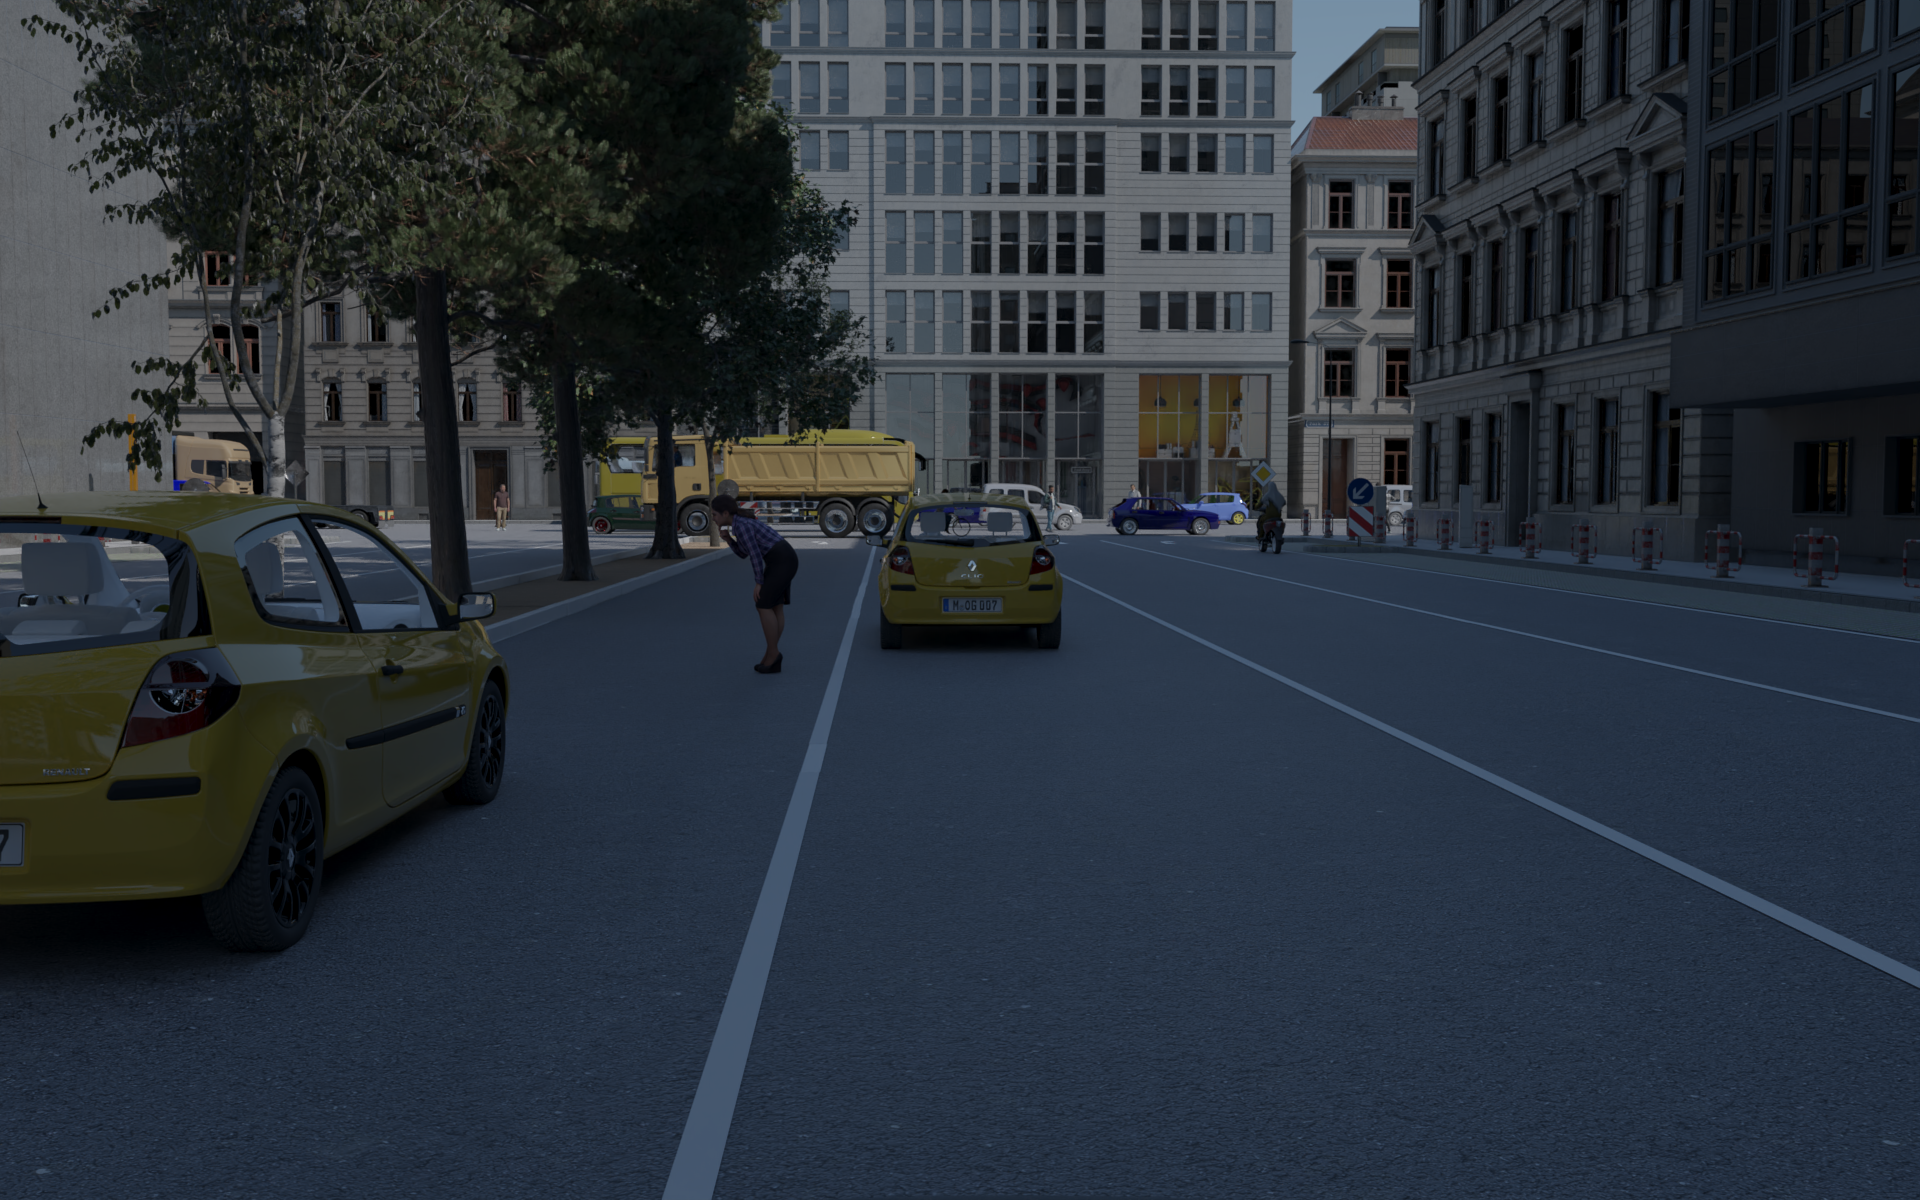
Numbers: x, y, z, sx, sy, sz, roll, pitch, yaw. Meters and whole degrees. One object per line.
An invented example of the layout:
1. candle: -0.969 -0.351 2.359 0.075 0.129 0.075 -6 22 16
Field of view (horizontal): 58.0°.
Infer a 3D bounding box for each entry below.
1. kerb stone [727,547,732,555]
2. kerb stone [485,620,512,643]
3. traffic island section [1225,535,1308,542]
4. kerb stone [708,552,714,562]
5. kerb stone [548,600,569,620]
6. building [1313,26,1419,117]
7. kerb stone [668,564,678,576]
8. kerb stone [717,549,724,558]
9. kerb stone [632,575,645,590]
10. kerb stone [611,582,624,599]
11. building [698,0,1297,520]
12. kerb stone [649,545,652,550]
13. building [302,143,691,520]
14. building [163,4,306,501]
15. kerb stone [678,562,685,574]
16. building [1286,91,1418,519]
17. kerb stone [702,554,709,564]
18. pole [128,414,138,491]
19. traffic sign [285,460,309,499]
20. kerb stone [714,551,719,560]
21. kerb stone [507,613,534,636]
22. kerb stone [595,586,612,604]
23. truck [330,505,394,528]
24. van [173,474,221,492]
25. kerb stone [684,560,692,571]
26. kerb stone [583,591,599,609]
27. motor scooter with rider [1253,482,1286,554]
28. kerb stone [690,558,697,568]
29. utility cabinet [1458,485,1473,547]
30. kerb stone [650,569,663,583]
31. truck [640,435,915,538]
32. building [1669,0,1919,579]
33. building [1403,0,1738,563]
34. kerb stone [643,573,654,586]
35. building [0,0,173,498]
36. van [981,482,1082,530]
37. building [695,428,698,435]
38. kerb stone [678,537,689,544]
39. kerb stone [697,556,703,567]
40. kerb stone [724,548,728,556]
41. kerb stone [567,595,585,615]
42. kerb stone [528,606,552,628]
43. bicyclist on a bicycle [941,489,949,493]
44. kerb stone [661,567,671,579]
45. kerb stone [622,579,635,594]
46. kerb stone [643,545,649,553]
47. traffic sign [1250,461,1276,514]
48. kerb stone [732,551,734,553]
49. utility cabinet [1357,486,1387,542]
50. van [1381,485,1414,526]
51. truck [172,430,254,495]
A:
1. kerb stone: -5.497 -1.119 40.499 0.120 0.150 1.000 0 4 -2
2. kerb stone: -4.543 0.331 16.816 0.120 0.150 1.000 0 4 -2
3. traffic island section: 9.158 -1.837 52.309 2.009 0.180 2.903 0 4 -2
4. kerb stone: -5.337 -0.867 36.387 0.120 0.150 1.000 0 4 -2
5. kerb stone: -4.675 0.140 19.899 0.120 0.150 1.000 0 4 -2
6. building: 54.823 -37.181 197.149 27.495 52.752 28.713 0 4 -2
7. kerb stone: -5.083 -0.490 30.200 0.120 0.150 1.000 0 4 -2
8. kerb stone: -5.407 -0.994 38.443 0.120 0.150 1.000 0 4 -2
9. kerb stone: -4.917 -0.237 26.074 0.120 0.150 1.000 0 4 -2
10. kerb stone: -4.835 -0.110 24.018 0.120 0.150 1.000 0 4 -2
11. building: 1.519 -19.178 91.051 29.804 29.767 11.434 0 4 -2
12. kerb stone: -7.681 -1.242 42.507 0.120 0.150 1.000 0 4 -2
13. building: -23.100 -14.645 88.595 18.267 20.994 9.793 0 4 -2
14. building: -44.814 -18.550 90.686 23.554 28.519 14.401 0 4 -2
15. kerb stone: -5.122 -0.552 31.227 0.120 0.150 1.000 0 4 -2
16. building: 26.969 -15.677 92.474 21.152 22.565 11.583 0 4 -2
17. kerb stone: -5.294 -0.799 35.355 0.120 0.150 1.000 0 4 -2
18. pole: -21.083 -3.079 44.187 0.158 3.312 0.155 0 3 0
19. traffic sign: -19.587 -2.902 51.093 0.795 2.450 0.064 0 4 -2
20. kerb stone: -5.373 -0.931 37.415 0.120 0.150 1.000 0 4 -2
21. kerb stone: -4.581 0.267 17.842 0.120 0.150 1.000 0 4 -2
22. kerb stone: -4.793 -0.047 22.990 0.120 0.150 1.000 0 4 -2
23. truck: -33.158 -4.982 71.218 18.799 4.110 2.967 0 4 -4
24. van: -33.685 -4.276 74.296 5.245 2.365 2.240 0 4 0
25. kerb stone: -5.157 -0.615 32.254 0.120 0.150 1.000 0 4 -2
26. kerb stone: -4.748 0.016 21.954 0.120 0.150 1.000 0 4 -2
27. motor scooter with rider: 7.580 -2.026 42.095 0.876 1.779 1.986 0 4 -3
28. kerb stone: -5.210 -0.678 33.286 0.120 0.150 1.000 0 4 -2
29. utility cabinet: 12.168 -2.015 41.622 0.318 1.500 1.173 1 4 15
30. kerb stone: -4.999 -0.364 28.141 0.120 0.150 1.000 0 4 -2
31. truck: -6.389 -3.739 57.058 9.791 3.379 3.469 0 4 -1
32. building: 20.049 -13.806 19.241 14.314 27.812 24.014 0 4 -2
33. building: 18.071 -10.791 41.054 10.561 19.102 19.286 0 4 -2
34. kerb stone: -4.957 -0.293 27.103 0.120 0.150 1.000 0 4 -2
35. building: -32.501 -13.771 43.172 19.932 24.808 12.078 0 4 -2
36. van: 2.804 -3.780 68.822 4.112 2.044 2.013 0 4 -3
37. building: -36.419 -26.288 201.503 14.107 30.474 14.160 0 4 -2
38. kerb stone: -7.976 -1.680 49.696 0.120 0.150 1.000 0 4 -2
39. kerb stone: -5.249 -0.741 34.322 0.120 0.150 1.000 0 4 -2
40. kerb stone: -5.460 -1.056 39.469 0.120 0.150 1.000 0 4 -2
41. kerb stone: -4.705 0.078 20.926 0.120 0.150 1.000 0 4 -2
42. kerb stone: -4.628 0.204 18.873 0.120 0.150 1.000 0 4 -2
43. bicyclist on a bicycle: -0.445 -2.939 58.066 1.625 1.676 1.499 0 4 0
44. kerb stone: -5.043 -0.422 29.167 0.120 0.150 1.000 0 4 -2
45. kerb stone: -4.873 -0.174 25.048 0.120 0.150 1.000 0 4 -2
46. kerb stone: -7.646 -1.179 41.468 0.120 0.150 1.000 0 4 -2
47. traffic sign: 9.134 -2.972 52.231 0.795 2.450 0.064 0 4 -2
48. kerb stone: -5.538 -1.183 41.535 0.120 0.150 1.000 0 4 -2
49. utility cabinet: 11.015 -2.308 46.407 0.318 1.500 1.173 -1 4 -12
50. van: 20.959 -4.399 78.939 4.112 2.044 2.013 0 4 -2
51. truck: -36.867 -5.401 77.227 11.283 4.237 2.839 0 4 0
